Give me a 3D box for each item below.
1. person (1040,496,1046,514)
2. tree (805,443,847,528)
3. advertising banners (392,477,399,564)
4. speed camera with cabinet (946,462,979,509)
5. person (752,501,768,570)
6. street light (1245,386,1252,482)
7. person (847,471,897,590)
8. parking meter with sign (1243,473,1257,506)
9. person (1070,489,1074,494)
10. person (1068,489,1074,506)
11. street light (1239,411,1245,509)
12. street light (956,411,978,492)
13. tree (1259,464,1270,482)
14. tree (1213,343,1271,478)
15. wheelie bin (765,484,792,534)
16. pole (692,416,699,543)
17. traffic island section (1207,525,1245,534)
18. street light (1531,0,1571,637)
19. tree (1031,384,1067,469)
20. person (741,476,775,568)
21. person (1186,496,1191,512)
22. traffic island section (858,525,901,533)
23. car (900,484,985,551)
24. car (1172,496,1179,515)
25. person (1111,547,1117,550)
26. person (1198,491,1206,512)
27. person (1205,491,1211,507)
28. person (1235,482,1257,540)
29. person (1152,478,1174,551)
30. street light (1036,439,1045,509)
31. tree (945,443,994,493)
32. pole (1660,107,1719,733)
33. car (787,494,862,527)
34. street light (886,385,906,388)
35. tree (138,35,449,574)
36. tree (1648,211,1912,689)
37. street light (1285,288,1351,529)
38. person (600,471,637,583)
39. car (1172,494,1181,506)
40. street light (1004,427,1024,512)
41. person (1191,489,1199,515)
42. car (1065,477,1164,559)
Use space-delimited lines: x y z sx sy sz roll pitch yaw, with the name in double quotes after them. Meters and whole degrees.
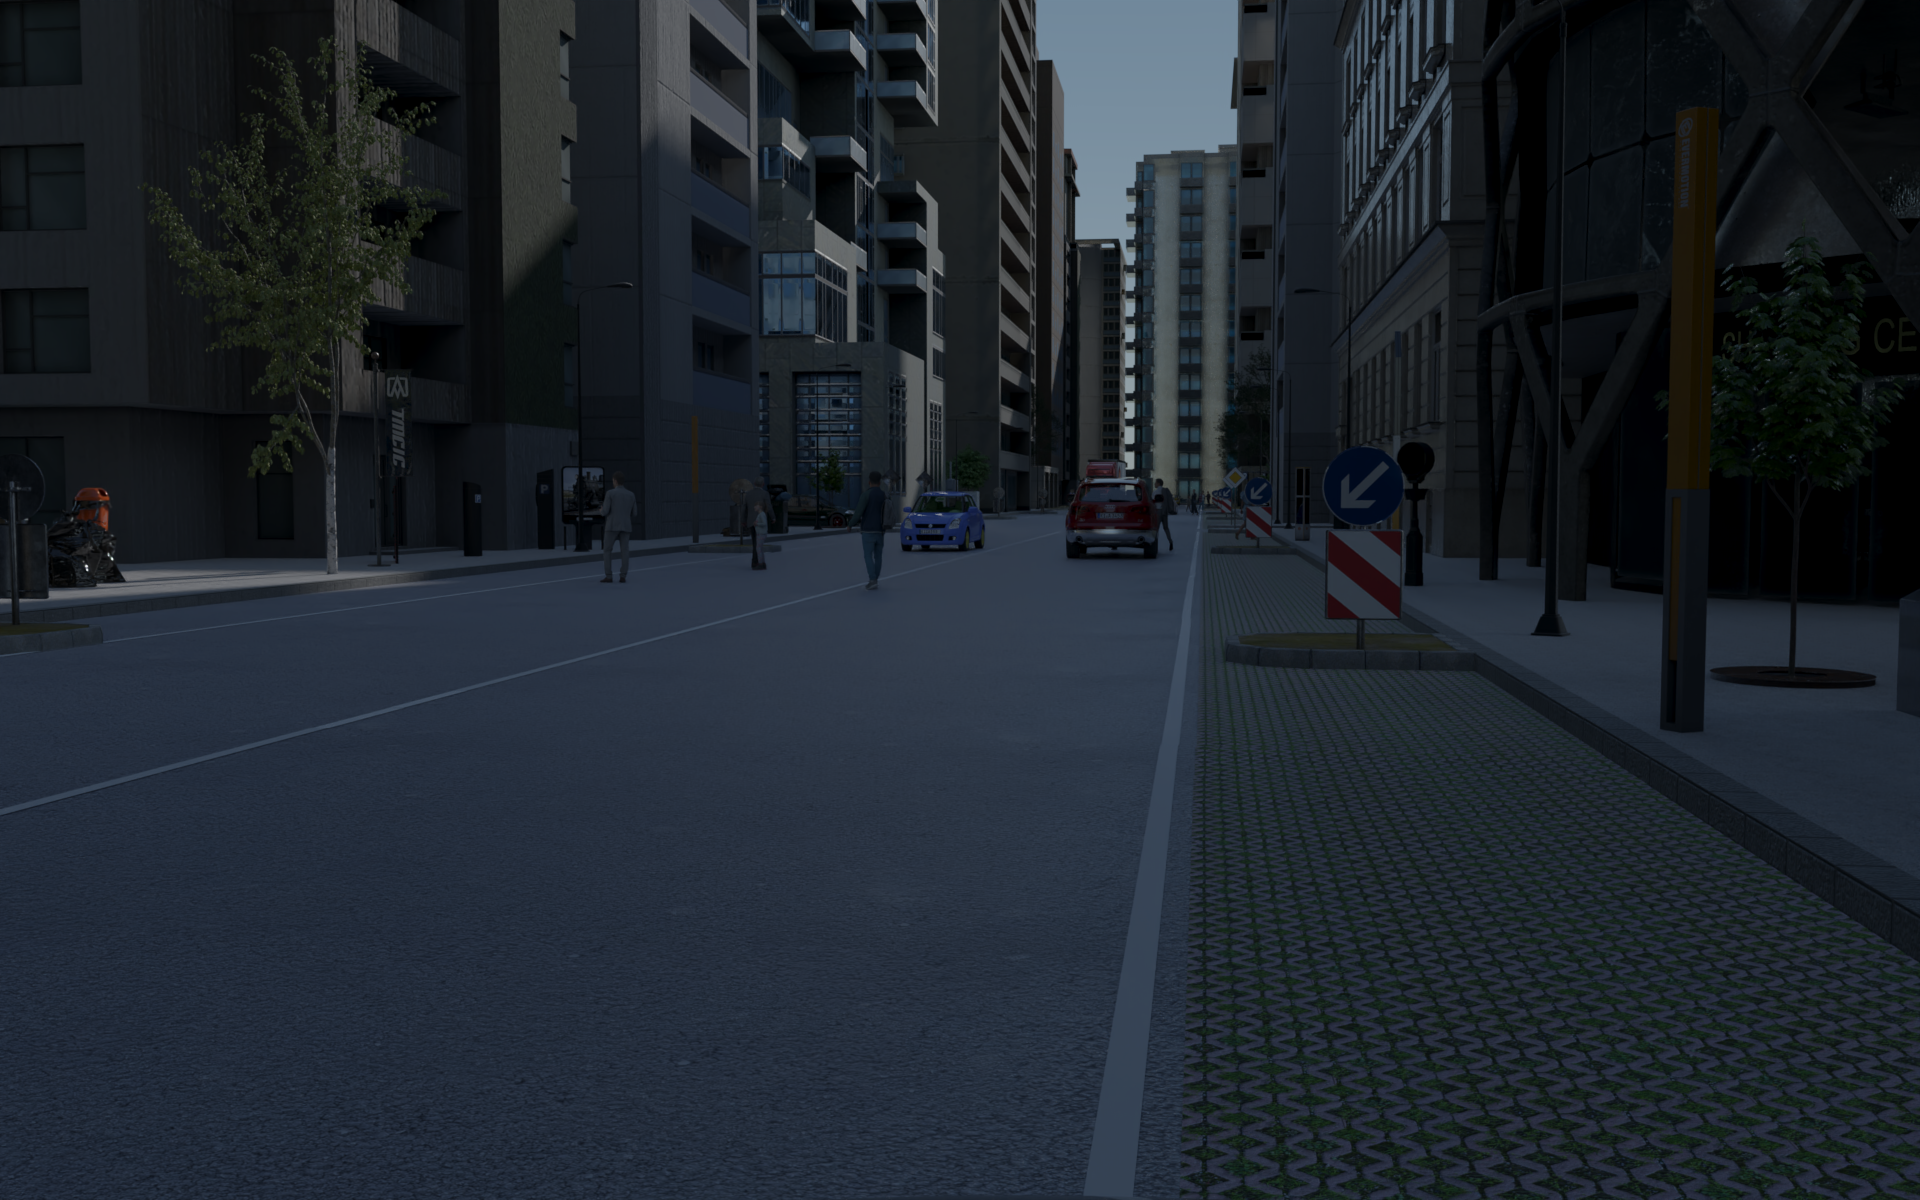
5.838 -6.687 122.110 0.475 1.303 0.640 1 4 19 "person"
-4.795 -4.331 65.420 1.663 3.219 1.824 0 3 0 "tree"
-10.444 -2.193 32.037 0.090 3.025 2.074 -1 4 -19 "advertising banners"
0.136 -6.811 105.692 2.038 3.252 0.660 1 4 18 "speed camera with cabinet"
-3.782 -1.218 32.694 0.394 1.301 0.425 -3 4 -36 "person"
13.037 -6.201 73.935 1.470 5.913 1.316 0 4 8 "street light"
-1.299 -1.061 26.190 0.623 1.781 0.721 -3 5 -44 "person"
23.955 -8.905 141.856 1.738 3.016 0.543 -2 4 -35 "parking meter with sign"
9.933 -8.782 151.949 0.709 1.838 0.599 -3 4 -37 "person"
8.807 -7.790 136.050 0.728 1.800 0.709 1 4 16 "person"
16.350 -7.635 97.377 1.470 5.913 1.316 0 4 8 "street light"
0.332 -7.637 97.402 1.470 5.913 1.316 0 4 8 "street light"
16.881 -6.051 93.528 1.663 3.219 1.824 0 3 0 "tree"
19.028 -10.597 107.667 7.601 10.594 8.767 -2 4 -28 "tree"
-5.897 -2.939 55.958 0.980 1.594 0.693 1 4 11 "wheelie bin"
-6.936 -3.152 45.384 0.158 3.312 0.155 0 3 0 "pole"
10.170 -2.548 63.949 2.009 0.180 2.903 0 4 8 "traffic island section"
4.833 -2.636 15.644 1.470 5.913 1.316 0 4 8 "street light"
4.387 -12.427 137.589 8.767 10.594 7.601 0 4 7 "tree"
-3.934 -1.535 33.992 0.661 1.777 0.834 1 4 15 "person"
18.452 -7.773 139.852 0.475 1.303 0.640 3 5 42 "person"
-2.646 -2.658 65.746 2.009 0.180 2.903 0 4 8 "traffic island section"
-0.427 -2.133 44.468 1.945 1.707 3.694 1 4 10 "car"
14.158 -6.619 120.584 2.083 1.381 4.827 1 4 10 "car"
3.973 -2.206 44.693 0.709 1.813 0.853 -1 4 -23 "person"
19.794 -8.091 141.625 0.563 1.720 0.643 -1 4 -21 "person"
27.418 -11.209 192.289 0.750 1.759 0.617 -1 4 -16 "person"
8.982 -2.777 53.994 0.778 1.811 0.616 -2 4 -26 "person"
5.148 -2.165 43.996 0.679 1.850 0.850 -2 4 -29 "person"
7.020 -10.523 144.594 1.470 5.913 1.316 0 4 8 "street light"
0.612 -7.712 109.799 4.285 4.588 4.351 0 3 0 "tree"
3.915 -0.945 9.296 0.158 3.312 0.155 0 3 0 "pole"
-5.983 -3.671 69.810 4.222 1.686 2.009 0 4 7 "car"
-2.989 -6.183 73.634 1.470 5.913 1.316 0 4 8 "street light"
-10.312 -4.722 27.560 4.737 8.622 4.395 0 3 0 "tree"
5.846 -1.056 11.875 1.663 3.219 1.824 0 3 0 "tree"
8.212 -4.069 39.076 1.470 5.913 1.316 0 4 8 "street light"
-5.582 -1.186 28.097 0.606 1.804 0.583 -3 5 -44 "person"
26.655 -12.617 216.516 2.015 1.641 3.980 1 4 8 "car"
3.730 -9.070 120.832 1.470 5.913 1.316 0 4 8 "street light"
15.927 -6.654 117.706 0.534 1.772 0.576 -3 5 -44 "person"
3.565 -1.920 40.058 2.281 1.827 5.304 0 4 7 "car"
